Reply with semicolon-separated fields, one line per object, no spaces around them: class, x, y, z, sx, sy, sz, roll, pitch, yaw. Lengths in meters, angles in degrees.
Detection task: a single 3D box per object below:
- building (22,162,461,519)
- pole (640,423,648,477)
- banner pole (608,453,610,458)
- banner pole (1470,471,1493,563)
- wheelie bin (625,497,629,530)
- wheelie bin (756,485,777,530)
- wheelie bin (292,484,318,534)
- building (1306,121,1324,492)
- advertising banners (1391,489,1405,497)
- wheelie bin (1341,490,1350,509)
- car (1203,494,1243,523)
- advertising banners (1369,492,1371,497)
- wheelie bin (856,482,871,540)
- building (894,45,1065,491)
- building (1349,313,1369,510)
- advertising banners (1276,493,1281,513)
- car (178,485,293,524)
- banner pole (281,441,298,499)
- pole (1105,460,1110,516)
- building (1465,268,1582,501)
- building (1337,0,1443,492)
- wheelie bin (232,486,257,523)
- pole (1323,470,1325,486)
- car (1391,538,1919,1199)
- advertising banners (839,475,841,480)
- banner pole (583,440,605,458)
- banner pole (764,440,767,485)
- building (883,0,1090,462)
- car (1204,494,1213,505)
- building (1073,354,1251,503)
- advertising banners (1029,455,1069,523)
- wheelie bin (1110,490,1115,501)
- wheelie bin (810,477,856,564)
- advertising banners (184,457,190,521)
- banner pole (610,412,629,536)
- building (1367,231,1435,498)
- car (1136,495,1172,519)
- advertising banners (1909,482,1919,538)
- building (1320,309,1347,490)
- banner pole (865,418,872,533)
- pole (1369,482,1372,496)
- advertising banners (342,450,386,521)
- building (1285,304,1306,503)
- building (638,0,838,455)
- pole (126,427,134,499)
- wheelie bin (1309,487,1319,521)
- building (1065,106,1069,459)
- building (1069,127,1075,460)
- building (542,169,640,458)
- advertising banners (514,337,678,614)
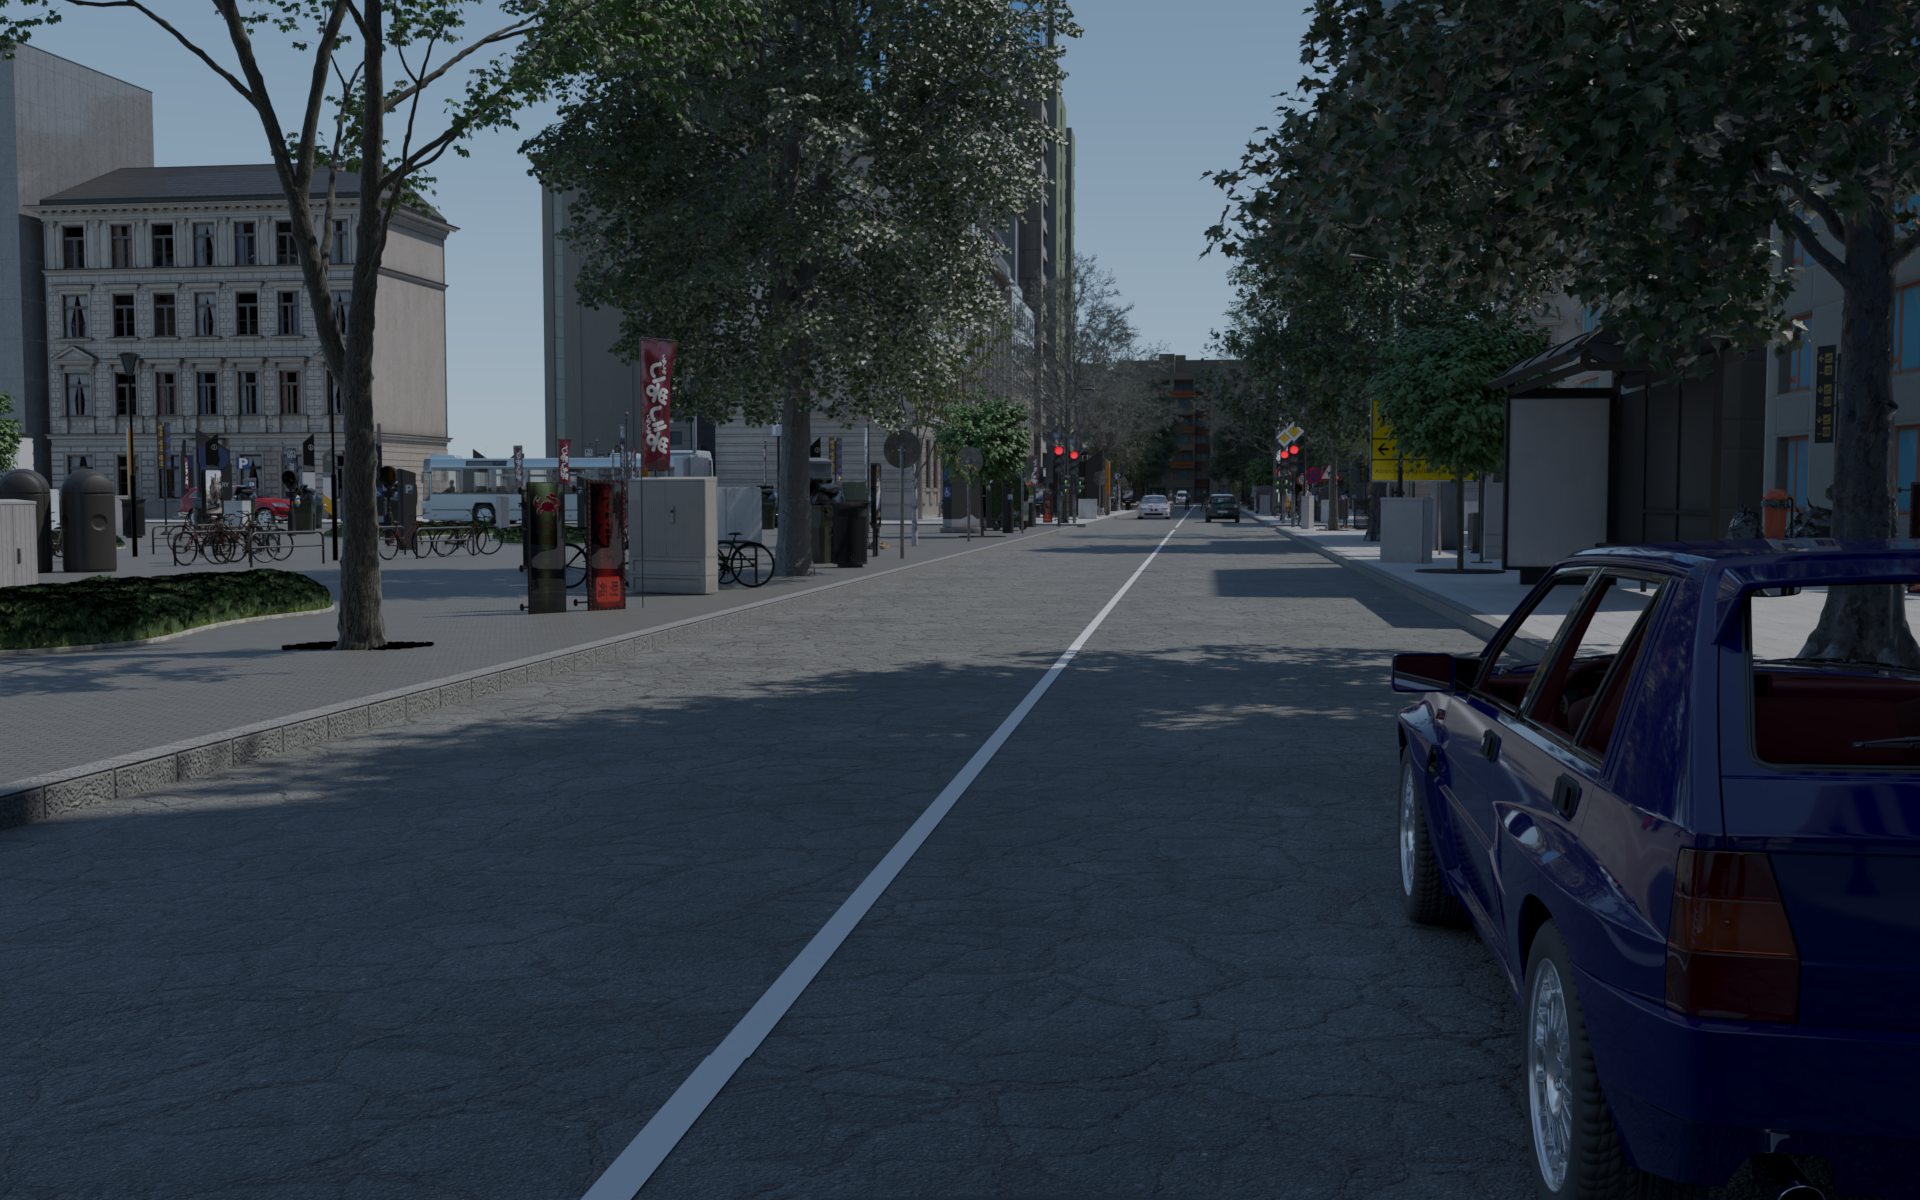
building;-38.456;-14.048;94.305;19.286;19.102;10.561;0;4;8
pole;-7.759;-2.981;42.585;0.158;3.312;0.155;0;3;0
banner pole;-18.783;-6.330;93.512;0.401;3.779;0.863;1;4;21
banner pole;9.685;-2.560;31.874;0.401;3.779;0.863;0;4;4
wheelie bin;-7.434;-2.003;40.662;0.693;1.594;0.980;0;4;7
wheelie bin;-7.011;-3.345;62.606;0.980;1.594;0.693;-2;4;-26
wheelie bin;-20.895;-2.897;55.278;0.693;1.594;0.980;0;4;-6
building;51.980;-35.407;202.602;21.300;48.544;21.600;0;4;8
advertising banners;13.445;-3.536;54.000;0.090;3.025;2.074;3;4;36
wheelie bin;32.125;-8.361;144.614;0.693;1.594;0.980;-3;4;-38
car;13.321;-4.766;87.715;2.009;1.686;4.222;1;4;9
advertising banners;25.141;-6.691;105.589;0.090;3.025;2.074;0;4;6
wheelie bin;-2.788;-2.267;44.981;0.980;1.594;0.693;-1;4;-20
building;1.740;-29.138;159.995;14.154;41.232;14.086;0;4;8
building;37.938;-19.521;137.195;12.078;24.808;19.932;0;4;8
advertising banners;21.649;-7.369;116.674;0.090;3.025;2.074;-2;4;-27
car;-31.879;-4.167;76.811;5.304;1.827;2.281;0;4;7
banner pole;-31.953;-5.652;82.435;0.863;3.779;0.401;0;4;-2
pole;9.181;-6.930;107.150;0.158;3.312;0.155;0;3;0
building;35.278;-15.165;84.108;21.152;22.565;11.583;0;4;8
building;47.335;-33.190;162.259;23.786;49.044;30.456;0;4;8
wheelie bin;-28.385;-3.723;68.783;0.693;1.594;0.980;2;4;34
pole;30.727;-9.314;146.121;0.158;3.312;0.155;0;3;0
car;2.173;0.492;4.531;1.945;1.354;3.894;1;4;8
advertising banners;-5.594;-5.355;83.747;0.090;3.025;2.074;1;4;14
banner pole;-16.923;-5.486;79.714;0.863;3.779;0.401;1;4;13
banner pole;-9.012;-5.511;80.115;0.401;3.779;0.863;0;4;1
building;-0.469;-54.783;208.369;31.000;86.520;22.319;0;4;8
car;19.949;-7.466;133.866;2.131;1.459;4.920;0;4;8
building;31.322;-25.070;254.926;28.899;21.520;27.650;0;4;8
advertising banners;3.949;-4.969;77.433;2.074;3.025;0.090;2;4;34
wheelie bin;11.401;-7.626;132.595;0.693;1.594;0.980;3;5;39
wheelie bin;-2.558;-1.483;32.149;0.693;1.594;0.980;2;4;35
advertising banners;-37.075;-5.350;83.657;0.090;3.025;2.074;0;4;-5
banner pole;-10.301;-3.864;53.187;0.401;3.779;0.863;-2;4;-30
building;35.236;-20.267;117.271;13.634;28.700;20.117;0;4;8
car;11.186;-5.346;99.765;2.083;1.381;4.827;0;4;7
advertising banners;12.421;-1.593;22.227;0.090;3.025;2.074;-2;4;-28
building;46.389;-32.740;185.410;14.600;45.320;14.200;0;4;8
banner pole;-3.070;-4.112;57.251;0.401;3.779;0.863;-1;4;-14
pole;28.183;-7.651;118.942;0.158;3.312;0.155;0;3;0
advertising banners;-23.521;-4.449;68.922;2.074;3.025;0.090;0;4;-1
building;59.788;-36.251;247.326;28.867;44.769;22.147;0;4;8
building;-26.469;-47.380;212.907;20.611;71.187;20.563;0;4;8
pole;-25.411;-3.624;53.098;0.158;3.312;0.155;0;3;0
wheelie bin;16.812;-4.539;82.114;0.693;1.594;0.980;-2;4;-24
building;3.048;-30.001;174.114;14.154;41.232;14.086;0;4;8
building;4.940;-30.891;188.658;14.154;41.232;14.086;0;4;8
building;-43.651;-32.783;219.595;14.086;41.232;14.154;0;4;8
advertising banners;-3.929;-1.398;19.046;0.090;3.025;2.074;3;5;44
